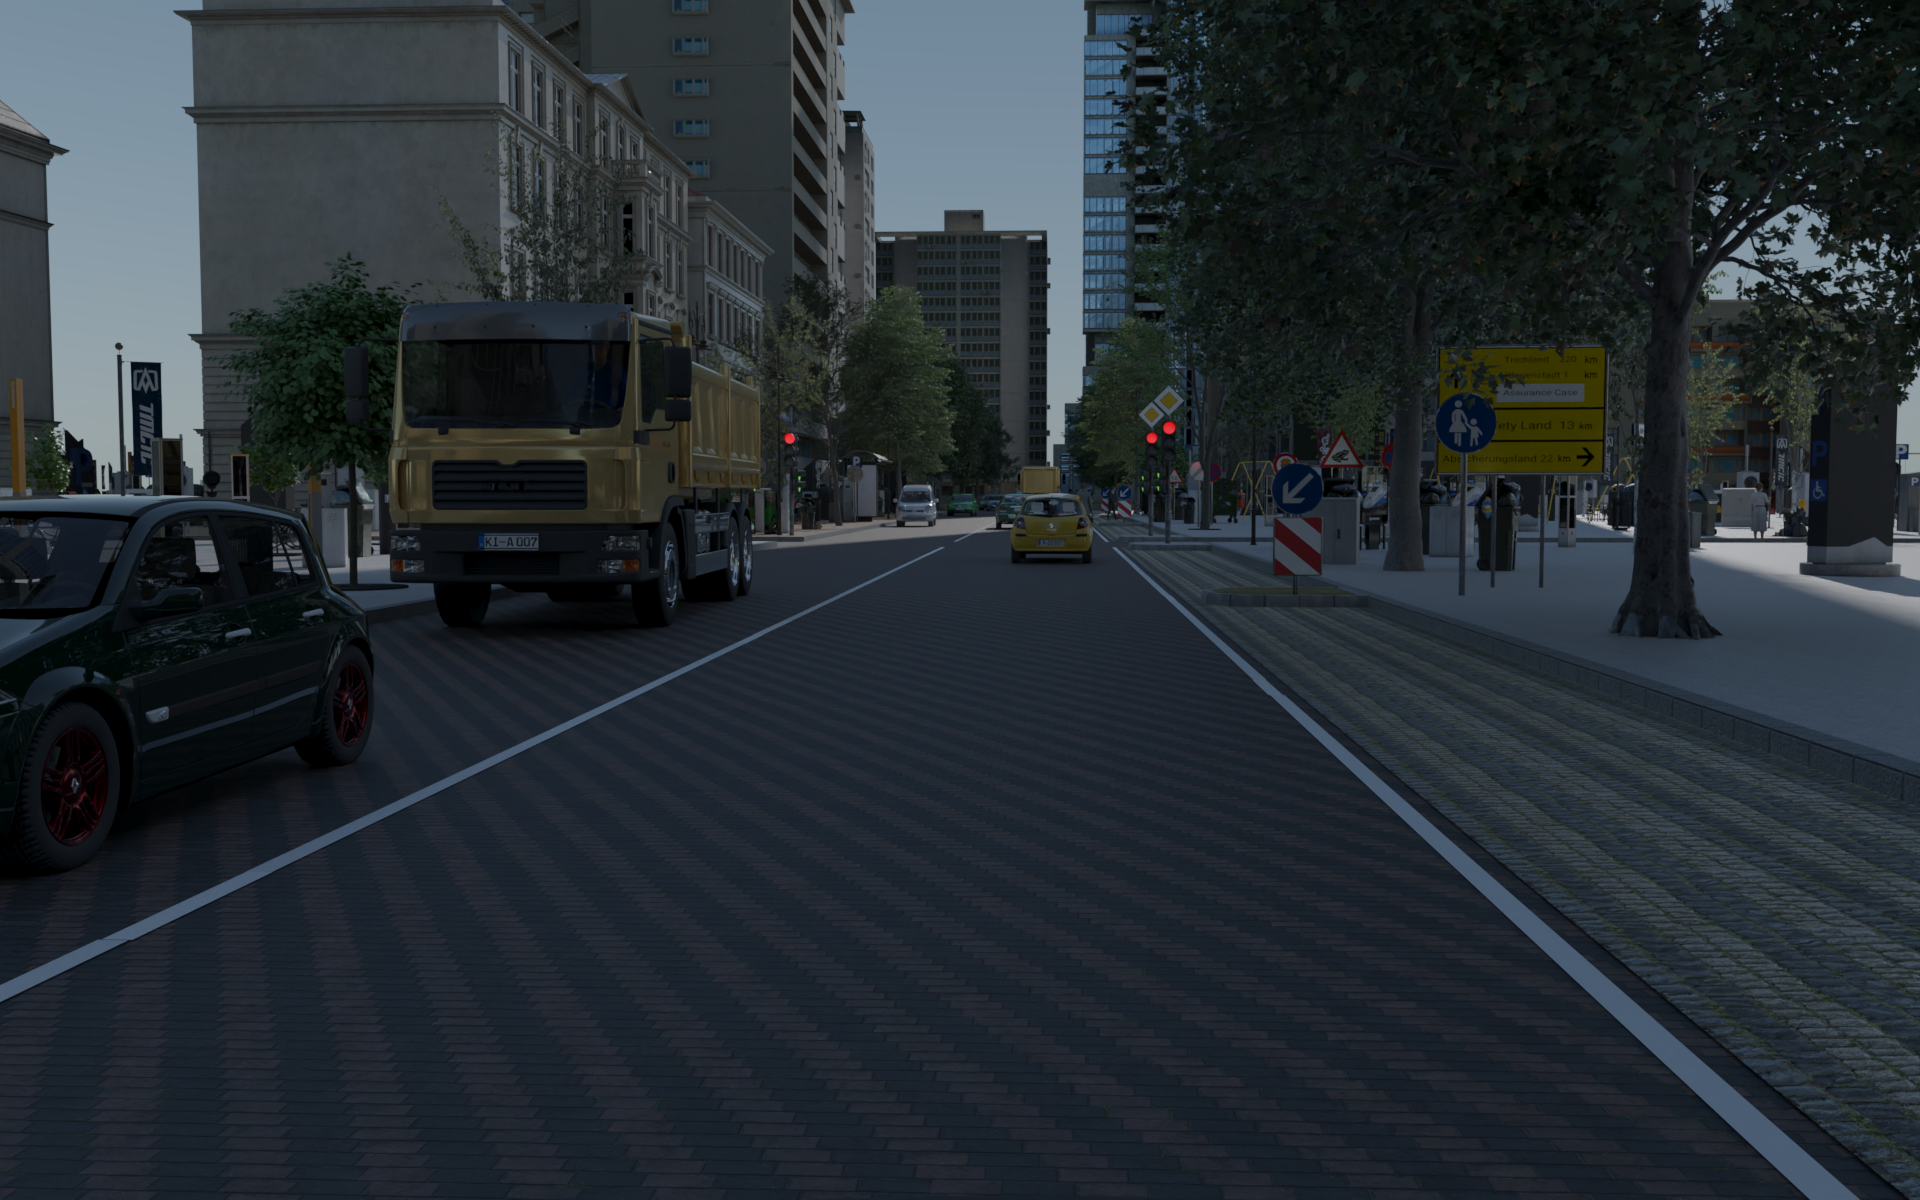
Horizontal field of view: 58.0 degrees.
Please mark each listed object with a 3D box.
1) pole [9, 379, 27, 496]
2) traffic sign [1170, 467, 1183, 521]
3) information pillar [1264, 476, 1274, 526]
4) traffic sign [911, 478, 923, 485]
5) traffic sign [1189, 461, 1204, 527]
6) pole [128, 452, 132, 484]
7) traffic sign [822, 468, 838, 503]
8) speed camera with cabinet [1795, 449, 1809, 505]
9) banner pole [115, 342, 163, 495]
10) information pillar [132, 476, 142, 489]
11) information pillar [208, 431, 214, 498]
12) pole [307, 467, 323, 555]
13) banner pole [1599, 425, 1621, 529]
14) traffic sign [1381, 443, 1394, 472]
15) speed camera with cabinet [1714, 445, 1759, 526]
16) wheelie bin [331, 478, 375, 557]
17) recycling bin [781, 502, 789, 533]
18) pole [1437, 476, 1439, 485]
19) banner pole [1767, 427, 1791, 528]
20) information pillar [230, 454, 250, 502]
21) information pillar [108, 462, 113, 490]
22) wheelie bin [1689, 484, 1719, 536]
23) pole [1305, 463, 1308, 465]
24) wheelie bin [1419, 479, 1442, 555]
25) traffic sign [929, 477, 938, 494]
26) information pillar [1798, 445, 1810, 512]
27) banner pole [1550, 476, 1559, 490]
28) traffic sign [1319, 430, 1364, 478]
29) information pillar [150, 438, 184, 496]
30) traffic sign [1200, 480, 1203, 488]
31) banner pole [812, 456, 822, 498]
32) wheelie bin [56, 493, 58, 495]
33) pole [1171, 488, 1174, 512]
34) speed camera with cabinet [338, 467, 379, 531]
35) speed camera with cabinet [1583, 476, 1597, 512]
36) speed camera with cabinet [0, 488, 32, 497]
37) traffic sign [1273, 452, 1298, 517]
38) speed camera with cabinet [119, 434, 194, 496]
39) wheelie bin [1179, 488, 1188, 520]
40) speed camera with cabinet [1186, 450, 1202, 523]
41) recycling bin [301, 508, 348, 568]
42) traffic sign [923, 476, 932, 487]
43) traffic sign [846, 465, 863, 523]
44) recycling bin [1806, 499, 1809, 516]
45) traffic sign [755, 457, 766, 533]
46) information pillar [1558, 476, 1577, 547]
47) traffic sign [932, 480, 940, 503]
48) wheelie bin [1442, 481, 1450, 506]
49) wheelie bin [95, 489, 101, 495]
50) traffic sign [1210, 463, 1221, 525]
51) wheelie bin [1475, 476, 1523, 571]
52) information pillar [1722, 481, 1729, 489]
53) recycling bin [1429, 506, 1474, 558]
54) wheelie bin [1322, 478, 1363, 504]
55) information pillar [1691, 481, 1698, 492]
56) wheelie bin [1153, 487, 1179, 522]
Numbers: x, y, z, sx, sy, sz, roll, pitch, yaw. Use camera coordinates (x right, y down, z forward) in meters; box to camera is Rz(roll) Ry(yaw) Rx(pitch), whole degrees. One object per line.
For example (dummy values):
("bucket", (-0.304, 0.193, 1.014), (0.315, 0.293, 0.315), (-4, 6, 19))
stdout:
("pole", (-16.678, -2.254, 30.690), (0.158, 3.312, 0.155), (0, 3, 0))
("traffic sign", (10.335, -5.111, 83.561), (0.884, 2.594, 0.081), (1, 4, 10))
("information pillar", (12.246, -3.922, 68.609), (0.304, 2.012, 0.304), (0, 4, -4))
("traffic sign", (-2.914, -7.198, 117.696), (0.884, 2.594, 0.081), (0, 4, 7))
("traffic sign", (9.302, -4.120, 67.473), (0.768, 2.556, 0.104), (1, 4, 9))
("pole", (-39.877, -5.470, 83.276), (0.158, 3.312, 0.155), (0, 3, 0))
("traffic sign", (-6.239, -5.081, 83.180), (0.768, 2.556, 0.104), (0, 4, 7))
("speed camera with cabinet", (36.935, -4.914, 74.685), (0.660, 3.252, 2.038), (-1, 4, -21))
("banner pole", (-13.675, -2.372, 28.802), (0.863, 3.779, 0.401), (-2, 4, -29))
("information pillar", (-31.116, -3.733, 65.520), (0.304, 2.012, 0.304), (-1, 4, -15))
("information pillar", (-27.971, -4.486, 64.696), (0.183, 3.616, 0.504), (-1, 4, -15))
("pole", (-10.314, -2.068, 27.651), (0.158, 3.312, 0.155), (0, 3, 0))
("banner pole", (23.674, -4.460, 62.932), (0.863, 3.779, 0.401), (1, 4, 8))
("traffic sign", (10.664, -2.583, 42.345), (0.768, 2.556, 0.104), (1, 4, 9))
("speed camera with cabinet", (30.957, -4.601, 69.564), (2.038, 3.252, 0.660), (0, 4, 1))
("wheelie bin", (-12.356, -1.671, 35.224), (0.693, 1.594, 0.980), (0, 4, 4))
("recycling bin", (-5.915, -2.705, 56.777), (0.722, 1.027, 0.722), (0, 4, 5))
("pole", (33.920, -7.896, 122.943), (0.158, 3.312, 0.155), (0, 3, 0))
("banner pole", (30.509, -4.567, 64.694), (0.863, 3.779, 0.401), (0, 4, 5))
("information pillar", (-13.237, -1.675, 31.878), (0.304, 2.012, 0.304), (-1, 4, -21))
("information pillar", (-61.758, -8.233, 125.957), (0.183, 3.616, 0.504), (0, 4, -1))
("wheelie bin", (22.884, -2.780, 53.367), (0.980, 1.594, 0.693), (-2, 4, -35))
("pole", (22.840, -7.369, 114.321), (0.158, 3.312, 0.155), (0, 3, 0))
("wheelie bin", (10.000, -1.862, 38.358), (0.693, 1.594, 0.980), (-2, 4, -25))
("traffic sign", (-1.982, -7.790, 127.475), (0.768, 2.556, 0.104), (0, 4, 4))
("information pillar", (40.300, -5.591, 82.772), (0.504, 3.616, 0.183), (0, 4, 7))
("banner pole", (41.463, -7.934, 119.743), (0.863, 3.779, 0.401), (-1, 4, -18))
("traffic sign", (7.710, -2.144, 35.051), (0.884, 2.594, 0.081), (1, 4, 11))
("information pillar", (-10.442, -1.123, 22.860), (0.304, 2.012, 0.304), (3, 5, 44))
("traffic sign", (11.056, -4.875, 79.707), (0.884, 2.594, 0.081), (0, 4, 8))
("banner pole", (-9.490, -7.609, 114.416), (0.863, 3.779, 0.401), (-2, 4, -33))
("wheelie bin", (-47.755, -5.132, 91.822), (0.693, 1.594, 0.980), (2, 4, 27))
("pole", (15.053, -7.882, 122.714), (0.158, 3.312, 0.155), (0, 3, 0))
("speed camera with cabinet", (-20.431, -3.993, 59.629), (0.660, 3.252, 2.038), (2, 4, 28))
("speed camera with cabinet", (39.189, -7.051, 109.617), (2.038, 3.252, 0.660), (3, 5, 41))
("speed camera with cabinet", (-25.889, -3.170, 46.164), (0.660, 3.252, 2.038), (2, 4, 30))
("traffic sign", (9.977, -3.242, 53.113), (0.768, 2.556, 0.104), (1, 4, 11))
("speed camera with cabinet", (-26.328, -3.826, 56.885), (2.038, 3.252, 0.660), (-1, 4, -8))
("wheelie bin", (10.789, -4.717, 85.025), (0.980, 1.594, 0.693), (3, 4, 36))
("speed camera with cabinet", (10.426, -5.058, 77.032), (0.660, 3.252, 2.038), (0, 4, 6))
("recycling bin", (-11.171, -1.095, 30.460), (0.722, 1.027, 0.722), (-1, 4, -16))
("traffic sign", (-2.403, -7.433, 121.538), (0.884, 2.594, 0.081), (0, 4, 5))
("traffic sign", (-4.685, -4.710, 77.112), (0.768, 2.556, 0.104), (0, 4, 6))
("recycling bin", (40.444, -4.245, 81.956), (0.722, 1.027, 0.722), (2, 4, 29))
("traffic sign", (-6.817, -3.507, 57.445), (0.768, 2.556, 0.104), (1, 4, 11))
("information pillar", (14.652, -2.279, 41.752), (0.304, 2.012, 0.304), (-2, 4, -30))
("traffic sign", (-1.804, -7.757, 128.949), (0.606, 2.300, 0.079), (1, 4, 13))
("wheelie bin", (12.173, -2.153, 43.114), (0.693, 1.594, 0.980), (0, 4, -4))
("wheelie bin", (-50.378, -5.682, 100.811), (0.980, 1.594, 0.693), (1, 4, 10))
("traffic sign", (10.412, -4.375, 71.641), (0.768, 2.556, 0.104), (0, 4, 6))
("wheelie bin", (9.052, -1.294, 29.072), (0.693, 1.594, 0.980), (2, 4, 27))
("information pillar", (42.234, -5.574, 95.620), (0.304, 2.012, 0.304), (2, 4, 27))
("recycling bin", (10.059, -1.399, 35.421), (0.722, 1.027, 0.722), (2, 4, 33))
("wheelie bin", (7.544, -1.618, 34.355), (0.980, 1.594, 0.693), (-1, 4, -13))
("information pillar", (41.222, -5.672, 97.237), (0.304, 2.012, 0.304), (1, 4, 21))
("wheelie bin", (9.226, -4.332, 78.739), (0.980, 1.594, 0.693), (-2, 4, -23))
